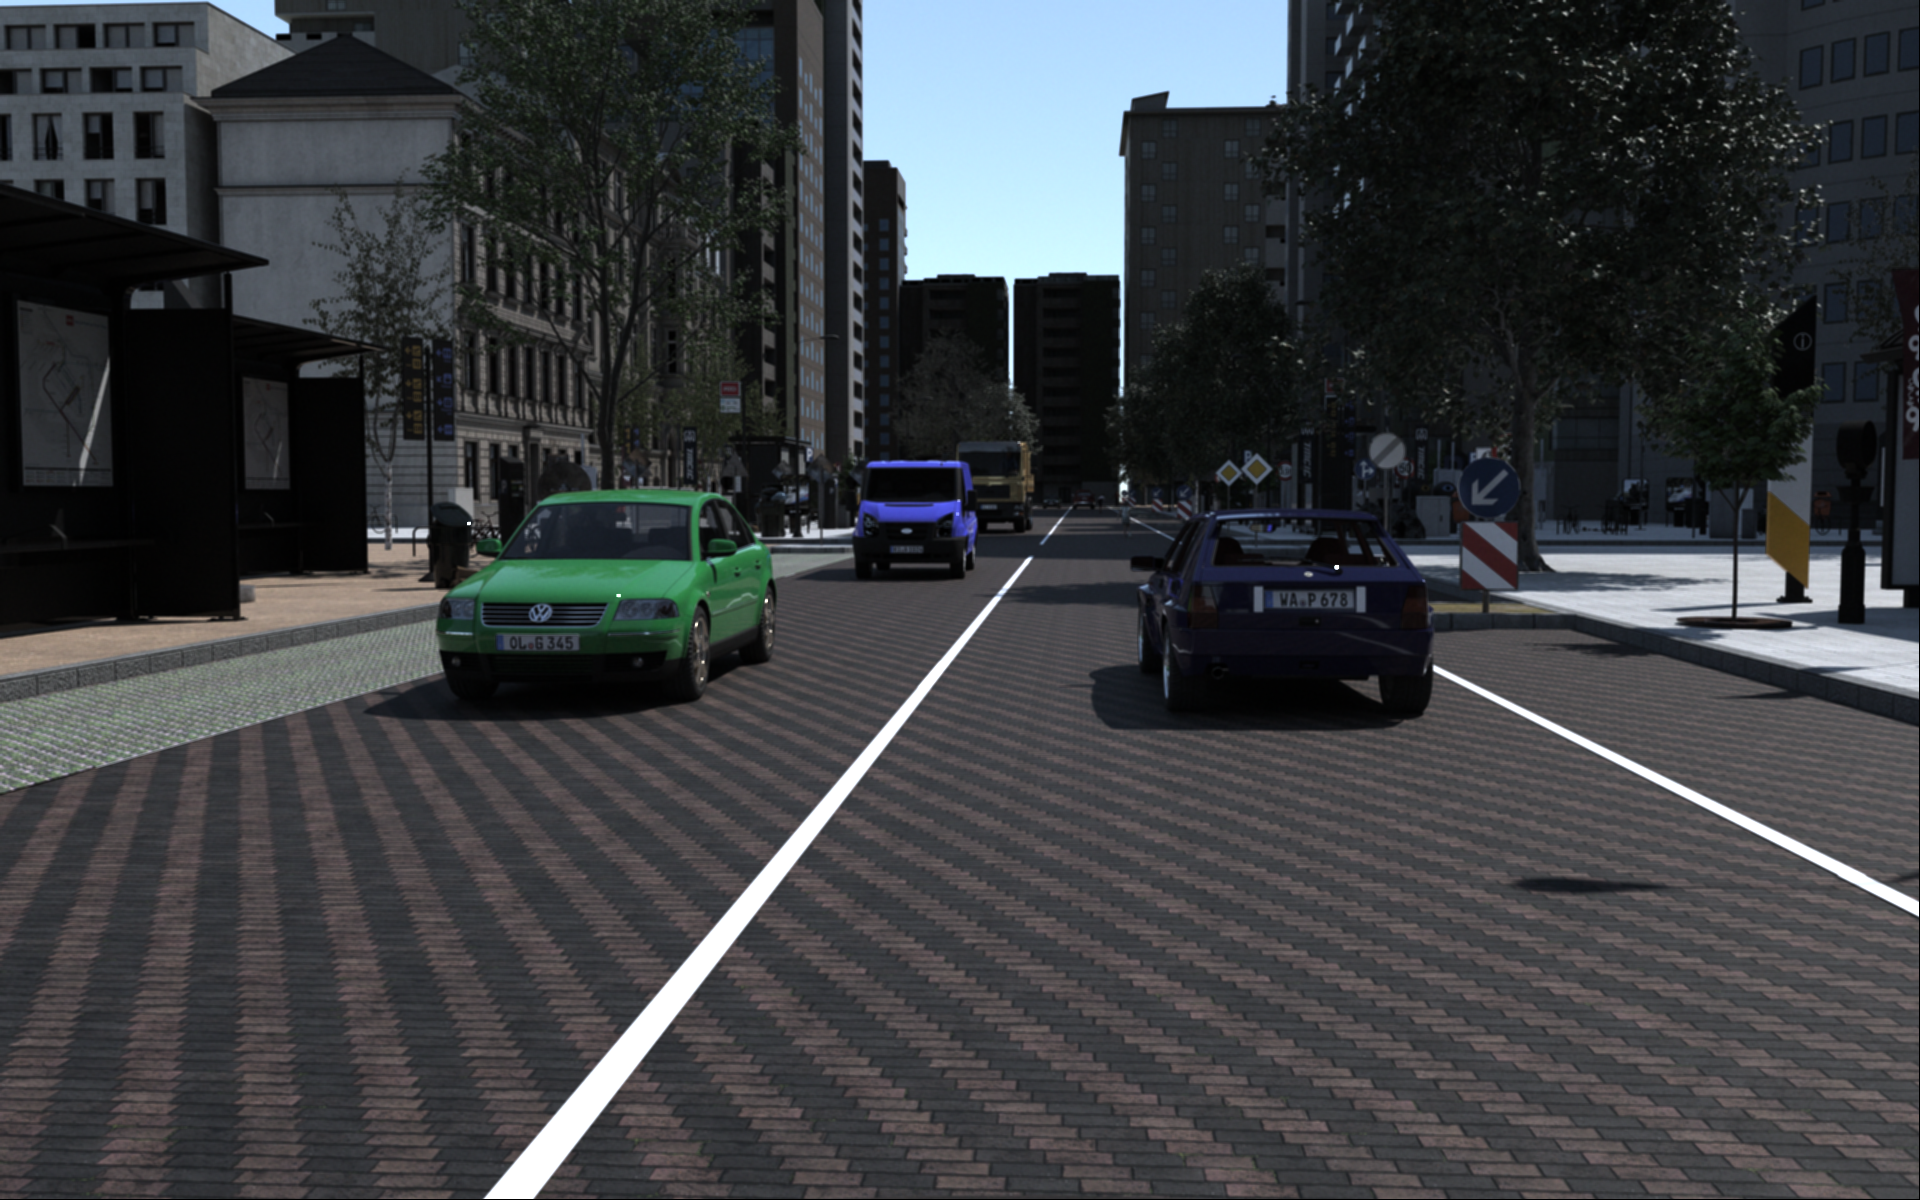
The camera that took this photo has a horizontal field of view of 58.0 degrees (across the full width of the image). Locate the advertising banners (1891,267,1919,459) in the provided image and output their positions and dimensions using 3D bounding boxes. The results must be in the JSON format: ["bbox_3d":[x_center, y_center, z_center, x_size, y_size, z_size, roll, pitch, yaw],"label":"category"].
[{"bbox_3d":[8.219,-1.049,13.343,2.074,3.025,0.090,0,4,7],"label":"advertising banners"}]

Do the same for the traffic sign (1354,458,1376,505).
[{"bbox_3d":[14.423,-3.767,61.691,0.768,2.556,0.104,1,4,8],"label":"traffic sign"}]

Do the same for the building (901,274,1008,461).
[{"bbox_3d":[-0.618,-28.075,230.721,14.107,30.474,14.160,0,4,4],"label":"building"}]

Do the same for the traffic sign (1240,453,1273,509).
[{"bbox_3d":[7.191,-2.348,42.027,0.795,2.450,0.064,0,4,4],"label":"traffic sign"}]

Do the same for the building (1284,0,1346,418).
[{"bbox_3d":[42.608,-38.395,169.758,21.231,58.520,28.212,0,4,4],"label":"building"}]

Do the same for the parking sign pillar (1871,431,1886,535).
[{"bbox_3d":[29.277,-4.005,53.957,1.447,3.967,1.447,-1,4,-19],"label":"parking sign pillar"}]

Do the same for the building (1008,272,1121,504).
[{"bbox_3d":[14.065,-27.969,228.996,14.107,30.474,14.160,0,4,4],"label":"building"}]

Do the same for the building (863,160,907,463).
[{"bbox_3d":[-14.702,-35.574,231.753,14.200,45.320,14.600,0,4,4],"label":"building"}]

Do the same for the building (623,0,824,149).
[{"bbox_3d":[-19.492,-30.444,147.863,14.600,45.320,14.200,0,4,4],"label":"building"}]

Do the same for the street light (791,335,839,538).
[{"bbox_3d":[-4.243,-4.788,50.827,1.470,5.913,1.316,0,4,4],"label":"street light"}]

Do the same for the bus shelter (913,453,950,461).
[{"bbox_3d":[-1.721,-6.848,103.252,1.731,3.624,6.357,0,4,4],"label":"bus shelter"}]

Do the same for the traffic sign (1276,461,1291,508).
[{"bbox_3d":[12.438,-4.047,66.270,0.768,2.556,0.104,1,4,9],"label":"traffic sign"}]

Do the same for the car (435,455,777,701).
[{"bbox_3d":[-2.583,-0.286,13.469,1.959,1.807,4.718,0,4,3],"label":"car"}]

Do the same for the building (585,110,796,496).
[{"bbox_3d":[-20.796,-22.174,134.246,14.160,30.474,14.107,0,4,4],"label":"building"}]

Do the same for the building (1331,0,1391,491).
[{"bbox_3d":[42.328,-31.772,139.088,23.786,49.044,30.456,0,4,4],"label":"building"}]

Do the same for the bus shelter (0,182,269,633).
[{"bbox_3d":[-8.002,-1.418,14.468,1.731,3.624,6.357,0,4,4],"label":"bus shelter"}]

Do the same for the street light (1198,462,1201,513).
[{"bbox_3d":[12.143,-7.282,91.608,1.470,5.913,1.316,0,4,4],"label":"street light"}]

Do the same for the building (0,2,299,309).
[{"bbox_3d":[-37.305,-13.255,71.479,16.860,20.320,10.420,0,4,4],"label":"building"}]

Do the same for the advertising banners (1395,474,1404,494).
[{"bbox_3d":[21.250,-5.273,82.409,2.074,3.025,0.090,-3,4,-39],"label":"advertising banners"}]

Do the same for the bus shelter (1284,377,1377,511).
[{"bbox_3d":[11.989,-4.867,57.207,2.179,5.291,8.768,0,4,4],"label":"bus shelter"}]

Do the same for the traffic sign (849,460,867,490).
[{"bbox_3d":[-2.864,-2.882,50.758,0.795,2.450,0.064,0,4,4],"label":"traffic sign"}]

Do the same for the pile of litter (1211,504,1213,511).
[{"bbox_3d":[15.042,-5.470,103.395,1.176,0.858,1.719,0,4,5],"label":"pile of litter"}]

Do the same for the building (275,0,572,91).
[{"bbox_3d":[-52.890,-35.943,176.899,27.495,52.752,28.713,0,4,4],"label":"building"}]

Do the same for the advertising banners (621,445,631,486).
[{"bbox_3d":[-12.558,-4.022,61.950,2.074,3.025,0.090,1,4,18],"label":"advertising banners"}]

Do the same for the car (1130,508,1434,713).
[{"bbox_3d":[2.256,-0.008,12.718,1.945,1.354,3.894,0,4,2],"label":"car"}]

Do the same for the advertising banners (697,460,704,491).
[{"bbox_3d":[-13.865,-5.673,88.947,2.074,3.025,0.090,2,4,35],"label":"advertising banners"}]

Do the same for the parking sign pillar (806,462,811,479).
[{"bbox_3d":[-8.532,-6.312,91.667,1.447,3.967,1.447,2,4,26],"label":"parking sign pillar"}]

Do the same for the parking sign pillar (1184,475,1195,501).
[{"bbox_3d":[16.034,-8.102,120.946,1.447,3.967,1.447,0,4,-8],"label":"parking sign pillar"}]

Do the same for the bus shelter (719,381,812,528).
[{"bbox_3d":[-7.249,-5.287,64.081,2.179,5.291,8.768,0,4,4],"label":"bus shelter"}]

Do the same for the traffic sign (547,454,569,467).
[{"bbox_3d":[-10.234,-2.570,44.153,0.606,2.300,0.079,1,4,12],"label":"traffic sign"}]

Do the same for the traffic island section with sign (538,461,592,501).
[{"bbox_3d":[-4.716,-0.706,20.170,1.989,1.847,2.006,0,4,4],"label":"traffic island section with sign"}]

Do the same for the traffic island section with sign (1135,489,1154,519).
[{"bbox_3d":[11.413,-5.680,101.494,1.989,1.847,2.006,0,4,4],"label":"traffic island section with sign"}]

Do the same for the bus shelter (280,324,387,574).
[{"bbox_3d":[-10.214,-2.046,24.736,1.731,3.624,6.357,0,4,4],"label":"bus shelter"}]

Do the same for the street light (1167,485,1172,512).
[{"bbox_3d":[14.506,-9.281,124.283,1.470,5.913,1.316,0,4,4],"label":"street light"}]

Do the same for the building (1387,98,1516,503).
[{"bbox_3d":[35.709,-21.068,116.163,14.160,30.474,14.107,0,4,4],"label":"building"}]

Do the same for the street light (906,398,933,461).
[{"bbox_3d":[-2.007,-6.787,83.511,1.470,5.913,1.316,0,4,4],"label":"street light"}]

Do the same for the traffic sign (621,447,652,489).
[{"bbox_3d":[-7.993,-2.547,42.823,0.795,2.450,0.064,1,4,9],"label":"traffic sign"}]

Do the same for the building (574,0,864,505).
[{"bbox_3d":[-24.432,-38.918,178.305,28.212,58.520,21.231,0,4,4],"label":"building"}]

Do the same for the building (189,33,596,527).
[{"bbox_3d":[-23.209,-12.877,75.159,10.561,19.102,19.286,0,4,4],"label":"building"}]

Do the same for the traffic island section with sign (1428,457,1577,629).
[{"bbox_3d":[5.622,-0.657,19.367,1.989,1.847,2.006,0,4,4],"label":"traffic island section with sign"}]

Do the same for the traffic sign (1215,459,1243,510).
[{"bbox_3d":[7.752,-2.835,49.992,0.795,2.450,0.064,0,4,4],"label":"traffic sign"}]

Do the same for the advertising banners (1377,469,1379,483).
[{"bbox_3d":[28.619,-7.548,119.593,0.090,3.025,2.074,0,4,-3],"label":"advertising banners"}]

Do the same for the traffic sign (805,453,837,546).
[{"bbox_3d":[-3.425,-2.395,42.793,0.795,2.450,0.064,0,4,4],"label":"traffic sign"}]

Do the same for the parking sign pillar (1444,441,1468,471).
[{"bbox_3d":[24.949,-6.030,87.062,1.447,3.967,1.447,-3,5,-42],"label":"parking sign pillar"}]

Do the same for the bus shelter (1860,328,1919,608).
[{"bbox_3d":[11.049,-1.408,16.940,2.014,3.302,5.546,0,4,4],"label":"bus shelter"}]

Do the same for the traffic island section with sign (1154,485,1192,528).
[{"bbox_3d":[9.509,-4.035,74.606,1.989,1.847,2.006,0,4,4],"label":"traffic island section with sign"}]

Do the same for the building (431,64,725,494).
[{"bbox_3d":[-22.694,-17.302,101.973,14.460,24.649,34.723,0,4,4],"label":"building"}]

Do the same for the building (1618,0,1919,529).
[{"bbox_3d":[44.217,-32.282,69.814,28.212,58.520,21.231,0,4,4],"label":"building"}]

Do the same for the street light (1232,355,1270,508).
[{"bbox_3d":[9.749,-5.211,57.748,1.470,5.913,1.316,0,4,4],"label":"street light"}]

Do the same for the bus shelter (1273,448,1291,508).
[{"bbox_3d":[14.276,-4.755,71.670,2.014,3.302,5.546,0,4,4],"label":"bus shelter"}]

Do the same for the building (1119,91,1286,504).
[{"bbox_3d":[35.510,-39.478,234.703,27.495,52.752,28.713,0,4,4],"label":"building"}]

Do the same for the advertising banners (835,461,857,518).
[{"bbox_3d":[-6.095,-5.967,93.747,0.090,3.025,2.074,2,4,35],"label":"advertising banners"}]

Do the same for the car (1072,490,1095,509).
[{"bbox_3d":[11.918,-9.675,166.862,2.281,1.827,5.304,0,4,2],"label":"car"}]

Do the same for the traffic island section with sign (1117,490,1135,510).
[{"bbox_3d":[14.941,-8.743,151.571,1.989,1.847,2.006,0,4,4],"label":"traffic island section with sign"}]

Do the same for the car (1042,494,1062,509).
[{"bbox_3d":[9.124,-9.894,171.553,2.009,1.686,4.222,0,4,6],"label":"car"}]

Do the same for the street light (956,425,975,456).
[{"bbox_3d":[0.287,-8.786,116.191,1.470,5.913,1.316,0,4,4],"label":"street light"}]

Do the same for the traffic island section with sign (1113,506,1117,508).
[{"bbox_3d":[16.878,-10.426,179.090,1.989,1.847,2.006,0,4,4],"label":"traffic island section with sign"}]

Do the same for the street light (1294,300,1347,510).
[{"bbox_3d":[8.693,-4.221,41.550,1.470,5.913,1.316,0,4,4],"label":"street light"}]

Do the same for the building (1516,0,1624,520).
[{"bbox_3d":[36.359,-24.819,89.381,14.154,41.232,14.086,0,4,4],"label":"building"}]
